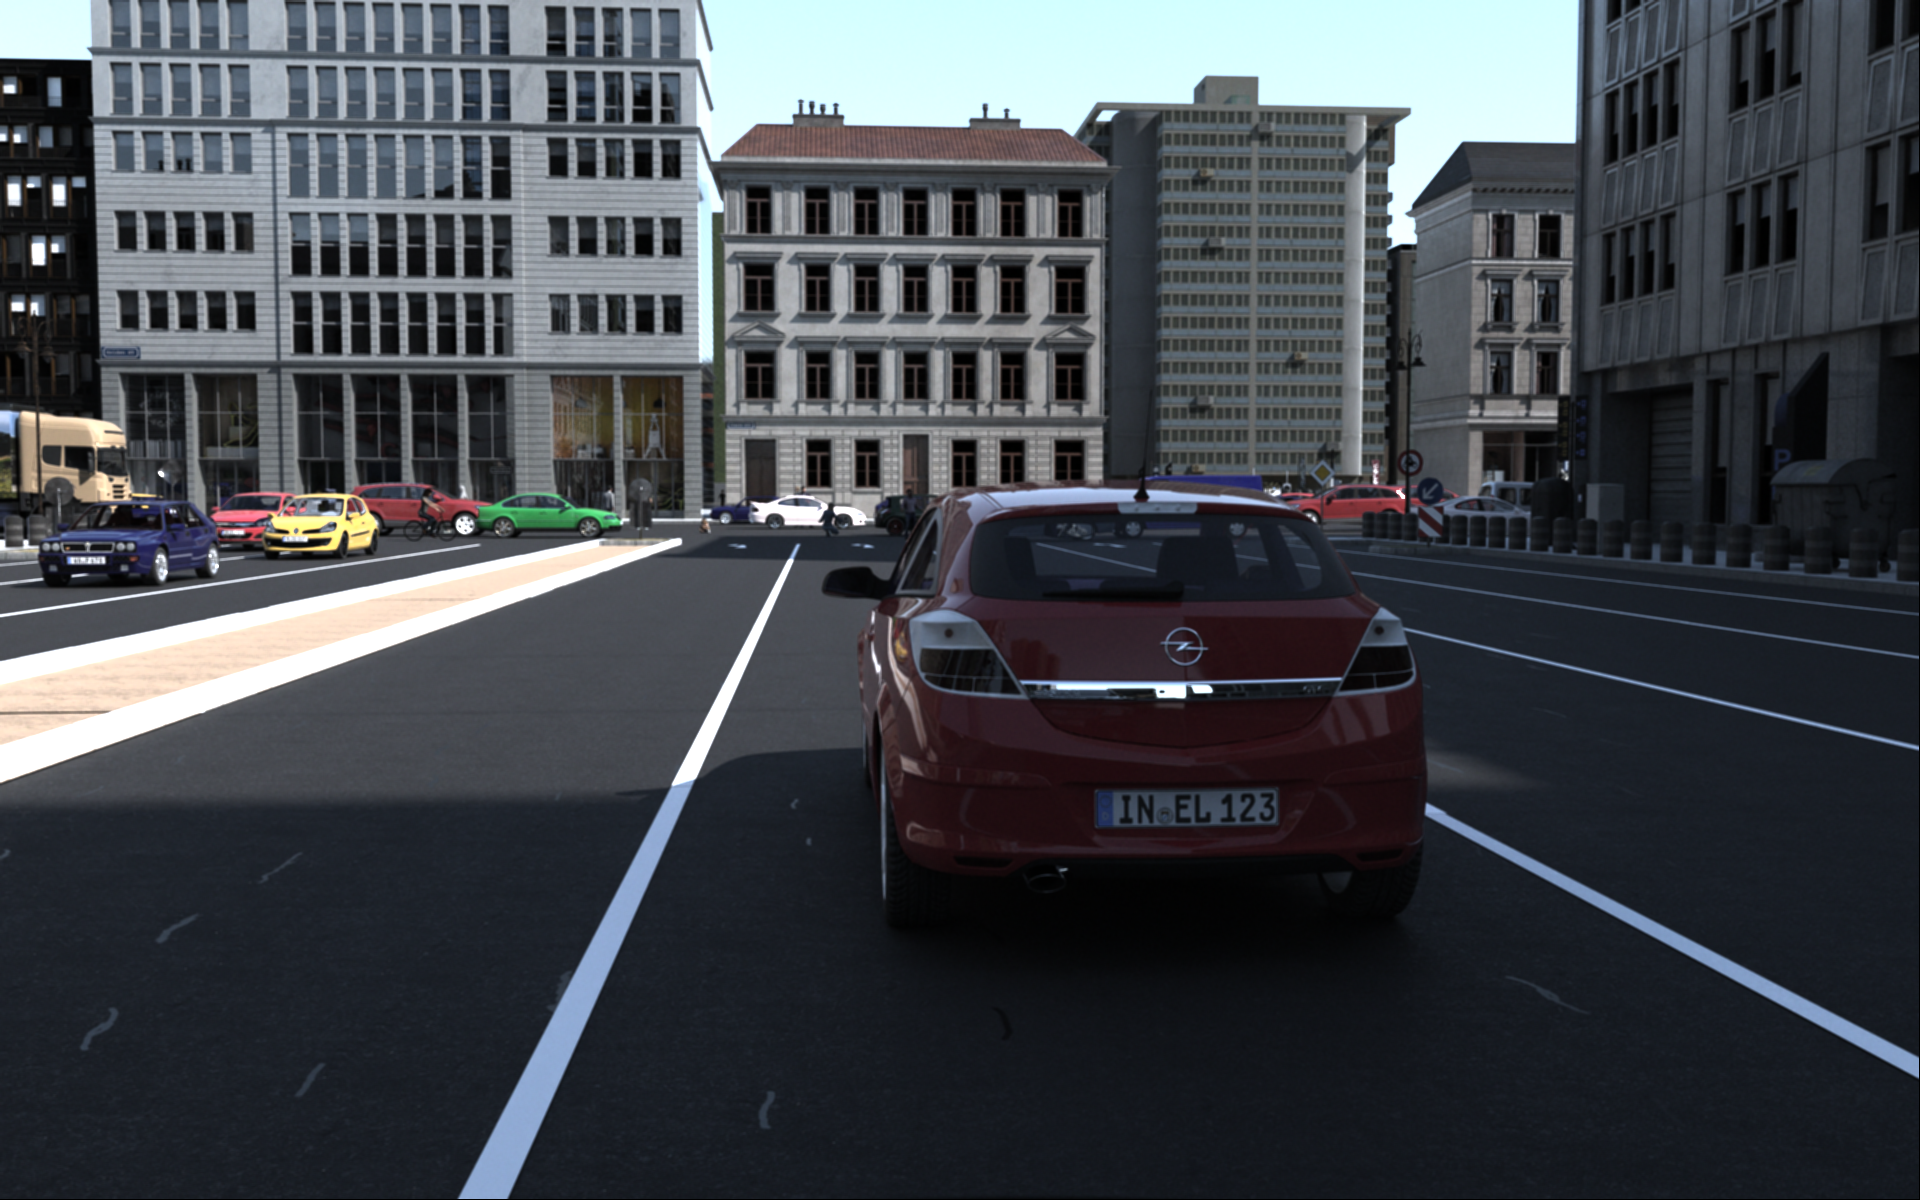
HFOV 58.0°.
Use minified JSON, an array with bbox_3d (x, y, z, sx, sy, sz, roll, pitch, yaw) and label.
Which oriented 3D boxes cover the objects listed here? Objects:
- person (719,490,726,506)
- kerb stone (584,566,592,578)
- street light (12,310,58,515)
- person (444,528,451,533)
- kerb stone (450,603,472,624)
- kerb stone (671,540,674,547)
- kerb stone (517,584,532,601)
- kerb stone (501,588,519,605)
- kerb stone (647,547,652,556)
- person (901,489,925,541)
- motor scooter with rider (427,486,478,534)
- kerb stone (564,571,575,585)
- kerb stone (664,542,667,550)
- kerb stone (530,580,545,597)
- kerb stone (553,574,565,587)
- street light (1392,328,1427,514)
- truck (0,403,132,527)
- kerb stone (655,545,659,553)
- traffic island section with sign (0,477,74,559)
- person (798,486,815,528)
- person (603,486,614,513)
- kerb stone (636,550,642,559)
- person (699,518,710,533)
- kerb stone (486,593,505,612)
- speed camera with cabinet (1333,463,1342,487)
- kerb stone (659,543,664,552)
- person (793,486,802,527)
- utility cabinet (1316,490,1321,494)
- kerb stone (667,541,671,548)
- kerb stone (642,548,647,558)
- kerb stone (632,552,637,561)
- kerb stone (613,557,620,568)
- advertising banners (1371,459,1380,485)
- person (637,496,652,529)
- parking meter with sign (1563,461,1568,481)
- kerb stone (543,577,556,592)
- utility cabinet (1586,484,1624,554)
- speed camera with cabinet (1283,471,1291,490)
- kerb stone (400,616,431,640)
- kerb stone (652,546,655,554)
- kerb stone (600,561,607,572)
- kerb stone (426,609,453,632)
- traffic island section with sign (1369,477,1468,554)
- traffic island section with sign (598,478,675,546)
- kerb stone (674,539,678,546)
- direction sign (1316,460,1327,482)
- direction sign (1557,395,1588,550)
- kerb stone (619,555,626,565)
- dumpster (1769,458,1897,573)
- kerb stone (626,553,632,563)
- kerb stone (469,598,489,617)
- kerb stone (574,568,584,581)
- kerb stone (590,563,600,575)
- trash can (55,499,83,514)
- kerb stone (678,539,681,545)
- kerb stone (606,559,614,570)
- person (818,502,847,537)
[{"bbox_3d":[-24.732,-10.550,180.622,1.348,1.869,0.705,3,4,38],"label":"person"},{"bbox_3d":[-6.475,-0.457,29.672,0.120,0.150,1.000,0,4,-5],"label":"kerb stone"},{"bbox_3d":[-23.219,-4.332,43.615,0.468,5.910,1.993,0,4,-5],"label":"street light"},{"bbox_3d":[-19.018,-3.169,64.228,0.340,1.345,0.435,-2,4,-25],"label":"person"},{"bbox_3d":[-5.658,0.170,19.411,0.120,0.150,1.000,0,4,-5],"label":"kerb stone"},{"bbox_3d":[-7.775,-1.462,46.095,0.120,0.150,1.000,0,4,-5],"label":"kerb stone"},{"bbox_3d":[-5.992,-0.080,23.512,0.120,0.150,1.000,0,4,-5],"label":"kerb stone"},{"bbox_3d":[-5.911,-0.018,22.488,0.120,0.150,1.000,0,4,-5],"label":"kerb stone"},{"bbox_3d":[-7.280,-1.085,39.931,0.120,0.150,1.000,0,4,-5],"label":"kerb stone"},{"bbox_3d":[-1.508,-2.568,52.448,0.963,1.587,0.435,-3,5,-42],"label":"person"},{"bbox_3d":[-18.315,-3.294,62.829,1.986,1.779,0.876,0,4,-5],"label":"motor scooter with rider"},{"bbox_3d":[-6.312,-0.331,27.623,0.120,0.150,1.000,0,4,-5],"label":"kerb stone"},{"bbox_3d":[-7.613,-1.334,44.046,0.120,0.150,1.000,0,4,-5],"label":"kerb stone"},{"bbox_3d":[-6.064,-0.144,24.547,0.120,0.150,1.000,0,4,-5],"label":"kerb stone"},{"bbox_3d":[-6.237,-0.269,26.598,0.120,0.150,1.000,0,4,-5],"label":"kerb stone"},{"bbox_3d":[12.535,-4.628,48.451,0.468,5.910,1.993,0,4,-5],"label":"street light"},{"bbox_3d":[-31.648,-4.015,54.563,11.283,4.237,2.839,0,4,-6],"label":"truck"},{"bbox_3d":[-7.455,-1.210,41.982,0.120,0.150,1.000,0,4,-5],"label":"kerb stone"},{"bbox_3d":[-20.527,-1.862,39.064,1.989,1.847,2.006,0,4,-5],"label":"traffic island section with sign"},{"bbox_3d":[-6.525,-3.958,73.659,0.683,1.767,0.568,-2,4,-24],"label":"person"},{"bbox_3d":[-14.858,-3.946,73.291,0.678,1.792,0.850,1,4,22],"label":"person"},{"bbox_3d":[-7.122,-0.951,37.875,0.120,0.150,1.000,0,4,-5],"label":"kerb stone"},{"bbox_3d":[-9.409,-2.740,63.782,0.381,0.543,0.357,1,4,15],"label":"person"},{"bbox_3d":[-5.826,0.050,21.464,0.120,0.150,1.000,0,4,-5],"label":"kerb stone"},{"bbox_3d":[23.698,-7.041,109.456,0.660,3.252,2.038,1,4,20],"label":"speed camera with cabinet"},{"bbox_3d":[-7.534,-1.273,43.015,0.120,0.150,1.000,0,4,-5],"label":"kerb stone"},{"bbox_3d":[-6.981,-4.039,74.960,0.534,1.772,0.576,0,4,6],"label":"person"},{"bbox_3d":[21.788,-5.915,105.387,0.318,1.500,1.173,1,4,9],"label":"utility cabinet"},{"bbox_3d":[-7.693,-1.399,45.071,0.120,0.150,1.000,0,4,-5],"label":"kerb stone"},{"bbox_3d":[-7.202,-1.022,38.907,0.120,0.150,1.000,0,4,-5],"label":"kerb stone"},{"bbox_3d":[-7.045,-0.895,36.850,0.120,0.150,1.000,0,4,-5],"label":"kerb stone"},{"bbox_3d":[-6.800,-0.708,33.776,0.120,0.150,1.000,0,4,-5],"label":"kerb stone"},{"bbox_3d":[21.667,-5.599,87.735,2.074,3.025,0.090,-1,4,-23],"label":"advertising banners"},{"bbox_3d":[-12.853,-3.777,70.380,0.598,1.807,0.434,1,4,13],"label":"person"},{"bbox_3d":[31.329,-5.682,89.165,0.543,3.016,1.738,1,4,19],"label":"parking meter with sign"},{"bbox_3d":[-6.147,-0.207,25.575,0.120,0.150,1.000,0,4,-5],"label":"kerb stone"},{"bbox_3d":[13.860,-1.744,37.191,1.173,1.500,0.318,-3,5,-44],"label":"utility cabinet"},{"bbox_3d":[27.255,-9.405,148.114,2.038,3.252,0.660,1,4,9],"label":"speed camera with cabinet"},{"bbox_3d":[-5.503,0.297,17.360,0.120,0.150,1.000,0,4,-5],"label":"kerb stone"},{"bbox_3d":[-7.379,-1.145,40.958,0.120,0.150,1.000,0,4,-5],"label":"kerb stone"},{"bbox_3d":[-6.641,-0.583,31.727,0.120,0.150,1.000,0,4,-5],"label":"kerb stone"},{"bbox_3d":[-5.582,0.233,18.386,0.120,0.150,1.000,0,4,-5],"label":"kerb stone"},{"bbox_3d":[11.046,-2.045,42.066,1.989,1.847,2.006,0,4,-5],"label":"traffic island section with sign"},{"bbox_3d":[-9.024,-2.473,48.573,2.006,1.907,1.989,0,4,-5],"label":"traffic island section with sign"},{"bbox_3d":[-7.856,-1.524,47.128,0.120,0.150,1.000,0,4,-5],"label":"kerb stone"},{"bbox_3d":[23.733,-7.450,113.797,0.876,3.537,0.379,-2,4,-28],"label":"direction sign"},{"bbox_3d":[14.097,-2.932,39.933,0.379,3.537,0.876,-2,4,-26],"label":"direction sign"},{"bbox_3d":[-6.880,-0.768,34.800,0.120,0.150,1.000,0,4,-5],"label":"kerb stone"},{"bbox_3d":[14.596,-1.419,28.961,1.264,1.857,1.865,0,4,-4],"label":"dumpster"},{"bbox_3d":[-6.964,-0.834,35.826,0.120,0.150,1.000,0,4,-5],"label":"kerb stone"},{"bbox_3d":[-5.747,0.109,20.436,0.120,0.150,1.000,0,4,-5],"label":"kerb stone"},{"bbox_3d":[-6.393,-0.392,28.648,0.120,0.150,1.000,0,4,-5],"label":"kerb stone"},{"bbox_3d":[-6.553,-0.518,30.698,0.120,0.150,1.000,0,4,-5],"label":"kerb stone"},{"bbox_3d":[-24.207,-2.162,46.996,0.748,1.137,0.748,0,3,0],"label":"trash can"},{"bbox_3d":[-7.934,-1.588,48.152,0.120,0.150,1.000,0,4,-5],"label":"kerb stone"},{"bbox_3d":[-6.715,-0.644,32.752,0.120,0.150,1.000,0,4,-5],"label":"kerb stone"},{"bbox_3d":[-4.439,-2.730,58.627,1.012,1.151,0.738,2,4,28],"label":"person"}]
